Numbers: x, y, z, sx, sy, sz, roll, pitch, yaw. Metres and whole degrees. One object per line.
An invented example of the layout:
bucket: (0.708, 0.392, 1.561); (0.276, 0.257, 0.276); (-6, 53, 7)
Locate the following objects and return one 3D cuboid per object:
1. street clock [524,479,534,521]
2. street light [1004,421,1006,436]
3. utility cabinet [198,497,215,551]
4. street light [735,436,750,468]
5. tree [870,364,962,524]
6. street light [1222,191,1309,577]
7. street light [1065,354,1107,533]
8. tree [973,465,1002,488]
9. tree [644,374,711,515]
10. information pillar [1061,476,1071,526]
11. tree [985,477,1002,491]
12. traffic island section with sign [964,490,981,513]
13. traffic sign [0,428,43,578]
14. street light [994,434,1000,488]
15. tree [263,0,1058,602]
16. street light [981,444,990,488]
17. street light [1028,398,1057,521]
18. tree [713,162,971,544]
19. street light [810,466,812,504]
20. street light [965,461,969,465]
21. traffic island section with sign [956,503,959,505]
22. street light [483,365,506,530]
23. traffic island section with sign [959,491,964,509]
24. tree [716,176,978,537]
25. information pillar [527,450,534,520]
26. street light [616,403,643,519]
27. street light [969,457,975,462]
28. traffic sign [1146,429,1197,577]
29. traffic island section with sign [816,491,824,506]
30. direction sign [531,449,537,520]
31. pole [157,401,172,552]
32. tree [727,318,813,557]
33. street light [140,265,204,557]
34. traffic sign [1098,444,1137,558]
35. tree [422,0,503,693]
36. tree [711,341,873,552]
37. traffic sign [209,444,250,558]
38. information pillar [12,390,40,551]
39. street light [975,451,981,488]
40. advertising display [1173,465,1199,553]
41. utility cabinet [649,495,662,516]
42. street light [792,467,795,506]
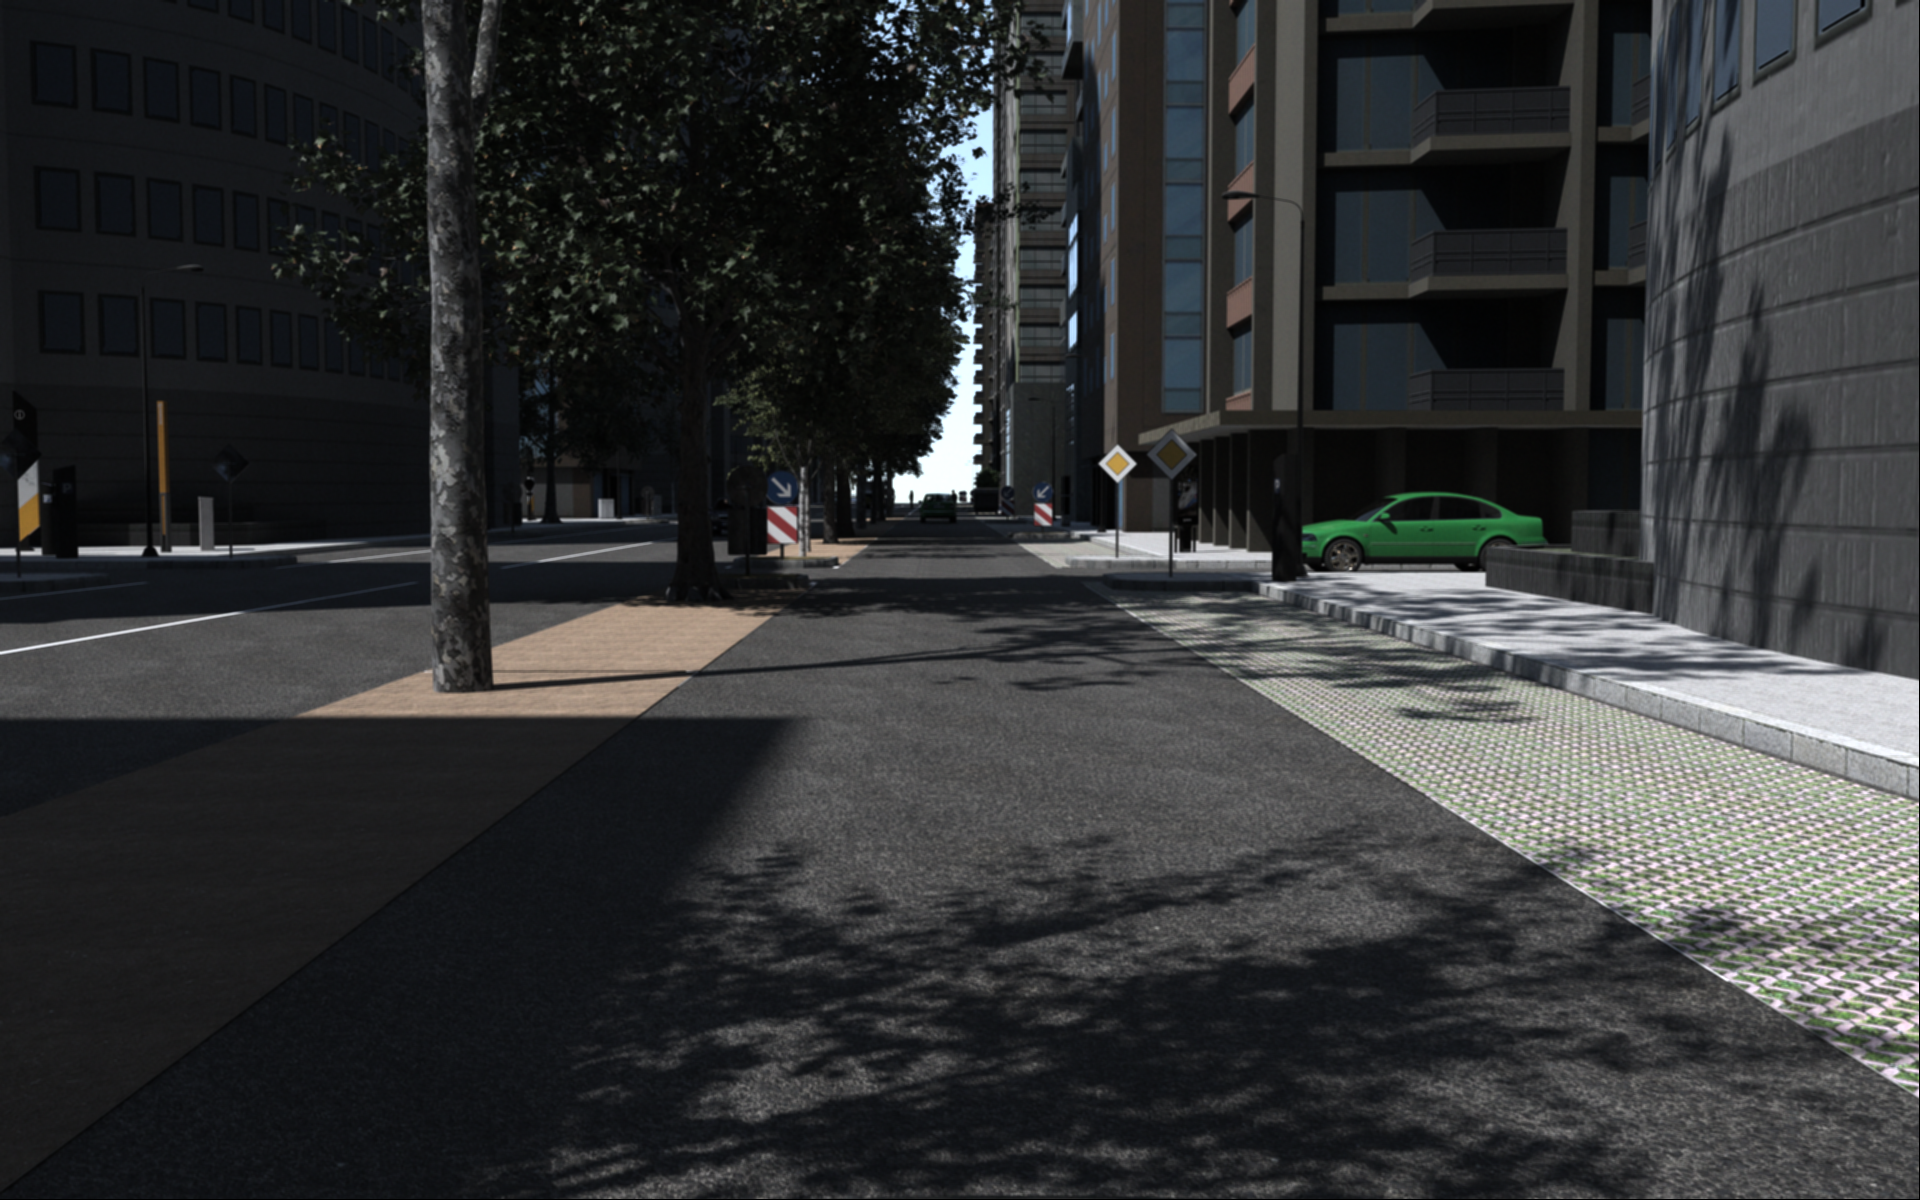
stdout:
street clock: (-20.638, -4.798, 83.021); (0.471, 2.002, 0.358); (-1, 4, -15)
street light: (3.473, -8.397, 109.835); (1.470, 5.913, 1.316); (0, 4, -1)
utility cabinet: (-17.224, -1.740, 39.612); (0.306, 1.237, 1.020); (-2, 4, -25)
street light: (-17.260, -10.092, 137.547); (1.470, 5.913, 1.316); (0, 4, -1)
tree: (-4.169, -8.864, 81.796); (8.767, 10.594, 7.601); (0, 4, -1)
street light: (4.709, -3.312, 26.699); (1.470, 5.913, 1.316); (0, 4, -1)
street light: (4.191, -5.203, 57.618); (1.470, 5.913, 1.316); (0, 4, -1)
tree: (3.151, -13.055, 197.166); (4.285, 4.588, 4.351); (0, 3, 0)
tree: (-17.579, -9.593, 107.212); (4.360, 8.622, 3.978); (0, 3, 0)
information pillar: (4.214, -3.943, 68.967); (0.304, 2.012, 0.304); (-1, 4, -14)
tree: (3.923, -12.199, 194.047); (1.663, 3.219, 1.824); (0, 3, 0)
traffic island section with sign: (1.518, -7.707, 134.631); (1.989, 1.847, 2.006); (0, 4, -1)
traffic sign: (-14.436, -1.399, 26.515); (0.795, 2.450, 0.064); (0, 4, -1)
street light: (3.293, -9.859, 133.743); (1.470, 5.913, 1.316); (0, 4, -1)
tree: (-3.555, -6.322, 22.836); (9.611, 12.733, 9.660); (0, 3, 0)
street light: (2.921, -11.456, 159.851); (1.470, 5.913, 1.316); (0, 4, -1)
street light: (3.992, -6.800, 83.729); (1.470, 5.913, 1.316); (0, 4, -1)
tree: (-3.593, -7.832, 48.630); (7.486, 12.596, 7.792); (0, 3, 0)
street light: (-18.487, -15.164, 220.469); (1.470, 5.913, 1.316); (0, 4, -1)
street light: (1.770, -16.543, 243.015); (1.470, 5.913, 1.316); (0, 4, -1)
traffic island section with sign: (0.411, -12.746, 217.017); (1.989, 1.847, 2.006); (0, 4, -1)
street light: (-16.317, -5.434, 61.386); (1.470, 5.913, 1.316); (0, 4, -1)
traffic island section with sign: (1.156, -9.355, 161.584); (1.989, 1.847, 2.006); (0, 4, -1)
tree: (-3.838, -9.066, 57.339); (9.857, 13.997, 8.962); (0, 3, 0)
information pillar: (-20.956, -5.699, 84.528); (0.183, 3.616, 0.504); (1, 4, 14)
street light: (-16.711, -7.031, 87.493); (1.470, 5.913, 1.316); (0, 4, -1)
street light: (2.164, -14.946, 216.907); (1.470, 5.913, 1.316); (0, 4, -1)
traffic sign: (3.257, -1.412, 26.730); (0.795, 2.450, 0.064); (0, 4, -1)
traffic island section with sign: (-16.991, -12.714, 216.493); (1.989, 1.847, 2.006); (0, 4, -1)
direction sign: (-21.060, -5.707, 85.309); (0.379, 3.537, 0.876); (-1, 4, -9)
pole: (-17.491, -2.705, 38.067); (0.158, 3.312, 0.155); (0, 3, 0)
tree: (-3.460, -5.182, 37.540); (4.737, 8.622, 4.395); (0, 3, 0)
street light: (-16.037, -3.837, 35.276); (1.470, 5.913, 1.316); (0, 4, -1)
traffic sign: (3.151, -1.900, 34.714); (0.795, 2.450, 0.064); (0, 4, -1)
tree: (-2.389, -9.345, 11.142); (12.611, 20.169, 13.585); (0, 3, 0)
tree: (-3.734, -5.465, 42.176); (4.360, 8.622, 3.978); (0, 3, 0)
traffic sign: (-14.542, -1.887, 34.499); (0.795, 2.450, 0.064); (0, 4, -1)
information pillar: (-20.996, -2.910, 38.939); (0.504, 3.616, 0.183); (0, 4, -5)
street light: (2.602, -13.053, 185.960); (1.470, 5.913, 1.316); (0, 4, -1)
advertising display: (4.966, -2.014, 38.137); (0.123, 1.923, 0.974); (3, 4, 36)
utility cabinet: (-18.225, -5.659, 103.692); (0.306, 1.237, 1.020); (1, 4, 18)
street light: (-18.122, -13.547, 194.042); (1.470, 5.913, 1.316); (0, 4, -1)
